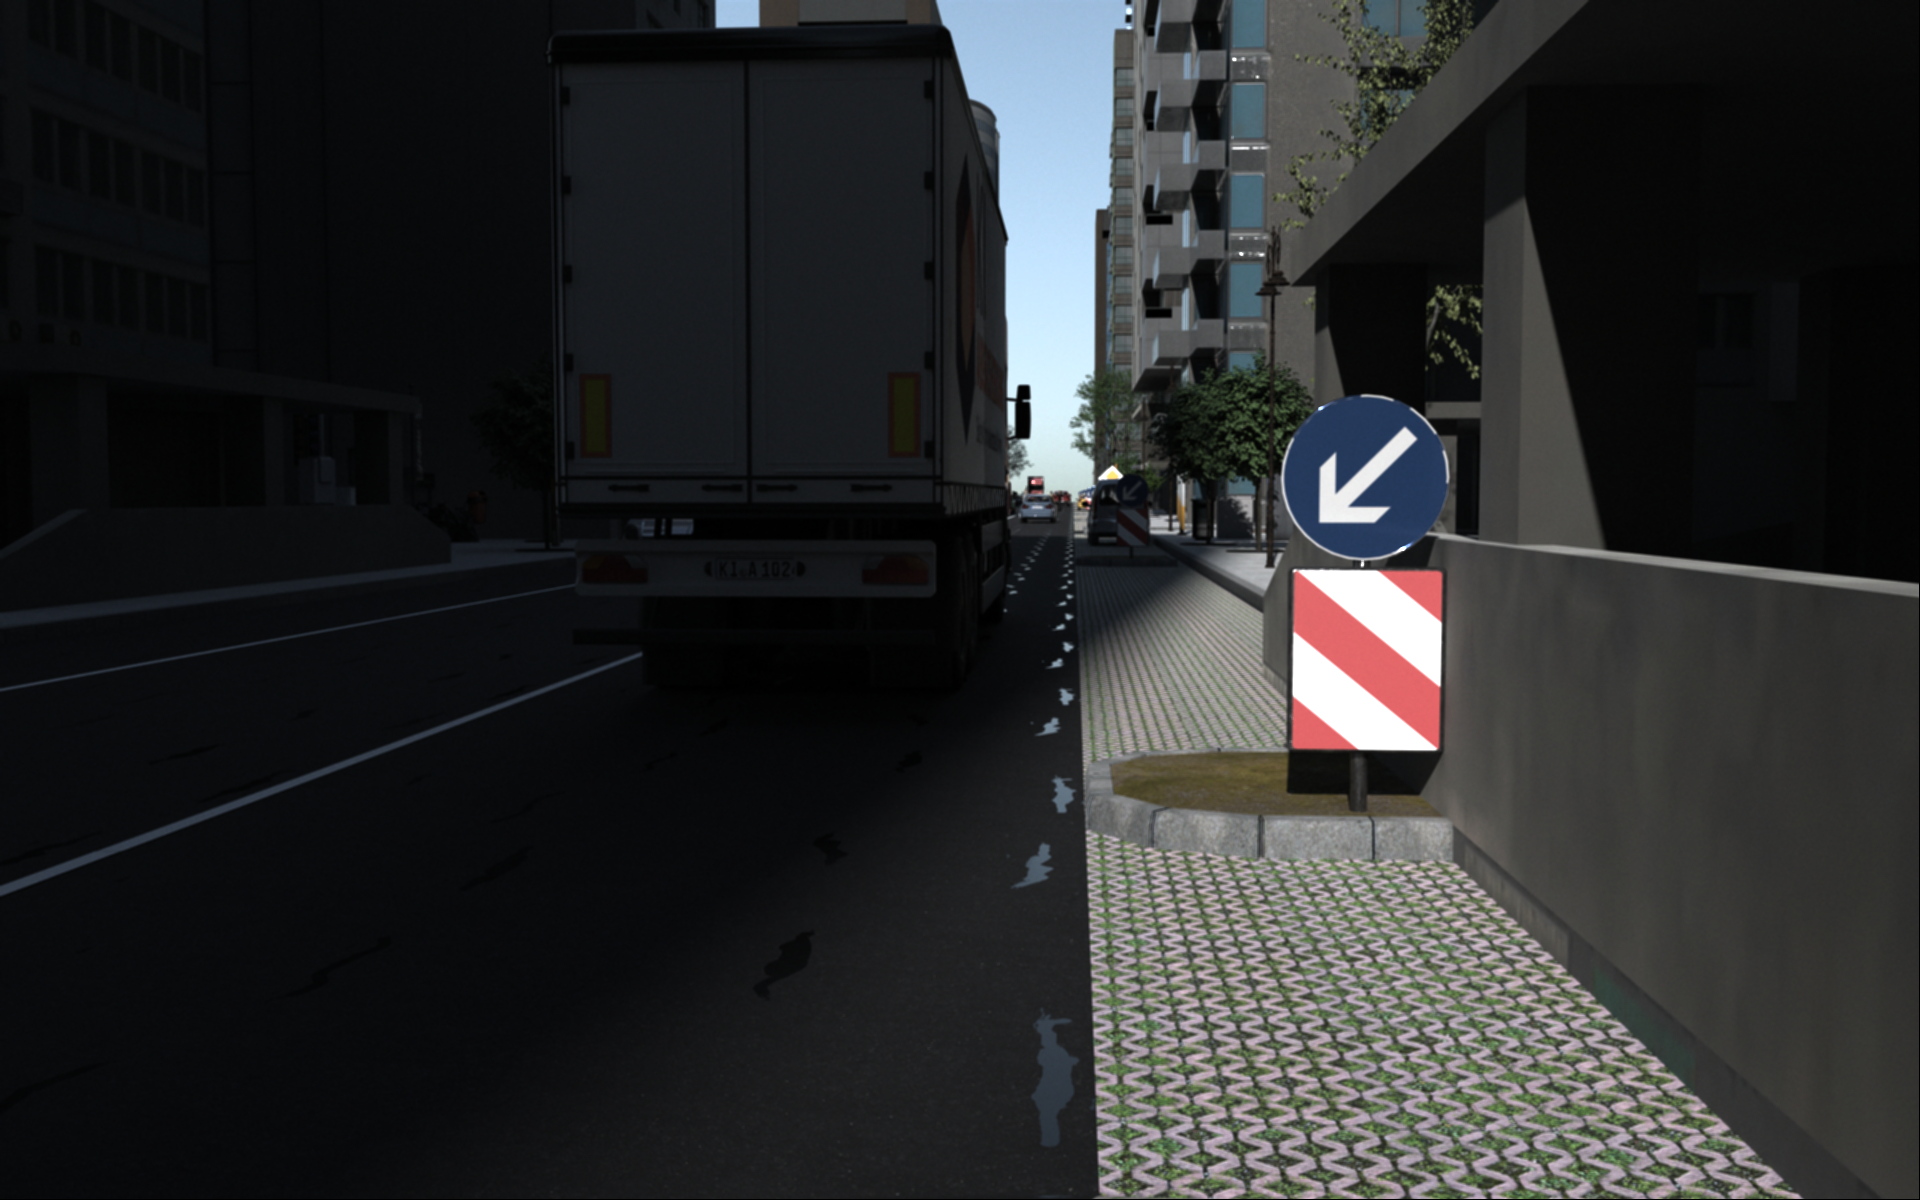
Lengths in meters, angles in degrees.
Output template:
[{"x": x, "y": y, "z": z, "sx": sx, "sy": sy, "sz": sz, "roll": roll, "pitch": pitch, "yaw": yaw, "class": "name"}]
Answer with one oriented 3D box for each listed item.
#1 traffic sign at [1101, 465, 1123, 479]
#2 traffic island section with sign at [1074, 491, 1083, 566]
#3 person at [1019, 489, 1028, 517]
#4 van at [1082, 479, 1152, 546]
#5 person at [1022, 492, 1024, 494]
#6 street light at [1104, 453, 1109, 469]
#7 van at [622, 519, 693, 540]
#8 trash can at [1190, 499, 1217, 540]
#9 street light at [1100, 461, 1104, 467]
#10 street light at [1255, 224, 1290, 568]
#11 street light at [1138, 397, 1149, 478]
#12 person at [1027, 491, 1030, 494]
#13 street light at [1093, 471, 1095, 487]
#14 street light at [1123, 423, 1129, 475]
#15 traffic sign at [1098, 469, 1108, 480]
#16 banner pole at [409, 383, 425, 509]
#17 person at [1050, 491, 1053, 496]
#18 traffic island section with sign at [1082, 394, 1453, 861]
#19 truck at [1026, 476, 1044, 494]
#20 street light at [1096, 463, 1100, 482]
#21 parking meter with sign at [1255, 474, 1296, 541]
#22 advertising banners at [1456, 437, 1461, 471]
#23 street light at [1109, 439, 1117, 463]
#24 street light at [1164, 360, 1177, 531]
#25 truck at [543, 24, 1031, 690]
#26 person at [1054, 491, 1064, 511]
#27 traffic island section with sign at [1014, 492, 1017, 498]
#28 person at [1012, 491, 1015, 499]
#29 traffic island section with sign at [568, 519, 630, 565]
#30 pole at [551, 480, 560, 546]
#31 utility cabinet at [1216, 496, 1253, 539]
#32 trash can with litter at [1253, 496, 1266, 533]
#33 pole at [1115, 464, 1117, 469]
[{"x": 5.292, "y": -3.458, "z": 60.173, "sx": 0.795, "sy": 2.450, "sz": 0.064, "roll": 0, "pitch": 4, "yaw": 4, "class": "traffic sign"}, {"x": 3.331, "y": -1.606, "z": 34.886, "sx": 1.989, "sy": 1.847, "sz": 2.006, "roll": 0, "pitch": 4, "yaw": 4, "class": "traffic island section with sign"}, {"x": 3.800, "y": -5.607, "z": 100.927, "sx": 0.760, "sy": 1.731, "sz": 0.466, "roll": 1, "pitch": 4, "yaw": 14, "class": "person"}, {"x": 4.467, "y": -2.570, "z": 49.027, "sx": 2.013, "sy": 2.044, "sz": 4.112, "roll": 0, "pitch": 4, "yaw": 3, "class": "van"}, {"x": 8.358, "y": -13.391, "z": 228.155, "sx": 1.217, "sy": 1.736, "sz": 0.721, "roll": 3, "pitch": 4, "yaw": 36, "class": "person"}, {"x": 13.760, "y": -11.423, "z": 159.546, "sx": 0.468, "sy": 5.910, "sz": 1.993, "roll": 0, "pitch": 4, "yaw": 4, "class": "street light"}, {"x": -4.670, "y": -1.421, "z": 30.247, "sx": 2.013, "sy": 2.044, "sz": 4.112, "roll": 0, "pitch": 4, "yaw": 5, "class": "van"}, {"x": 6.781, "y": -2.241, "z": 48.301, "sx": 0.748, "sy": 1.137, "sz": 0.748, "roll": 0, "pitch": 3, "yaw": 0, "class": "trash can"}, {"x": 15.821, "y": -13.235, "z": 189.176, "sx": 0.468, "sy": 5.910, "sz": 1.993, "roll": 0, "pitch": 4, "yaw": 4, "class": "street light"}, {"x": 5.401, "y": -3.499, "z": 30.001, "sx": 0.468, "sy": 5.910, "sz": 1.993, "roll": 0, "pitch": 4, "yaw": 4, "class": "street light"}, {"x": 8.770, "y": -6.721, "z": 82.674, "sx": 0.468, "sy": 5.910, "sz": 1.993, "roll": 0, "pitch": 4, "yaw": 4, "class": "street light"}, {"x": 9.560, "y": -14.337, "z": 242.535, "sx": 1.348, "sy": 1.869, "sz": 0.705, "roll": 2, "pitch": 4, "yaw": 26, "class": "person"}, {"x": 19.175, "y": -16.427, "z": 241.365, "sx": 0.468, "sy": 5.910, "sz": 1.993, "roll": 0, "pitch": 4, "yaw": 4, "class": "street light"}, {"x": 10.816, "y": -8.555, "z": 112.664, "sx": 0.468, "sy": 5.910, "sz": 1.993, "roll": 0, "pitch": 4, "yaw": 4, "class": "street light"}, {"x": 5.813, "y": -3.945, "z": 68.141, "sx": 0.795, "sy": 2.450, "sz": 0.064, "roll": 0, "pitch": 4, "yaw": 4, "class": "traffic sign"}, {"x": -12.368, "y": -3.023, "z": 39.444, "sx": 0.401, "sy": 3.779, "sz": 0.863, "roll": 0, "pitch": 4, "yaw": 4, "class": "banner pole"}, {"x": 9.299, "y": -10.334, "z": 178.249, "sx": 0.721, "sy": 1.735, "sz": 1.217, "roll": -1, "pitch": 4, "yaw": -16, "class": "person"}, {"x": 1.557, "y": 0.058, "z": 7.684, "sx": 1.989, "sy": 1.847, "sz": 2.006, "roll": 0, "pitch": 4, "yaw": 4, "class": "traffic island section with sign"}, {"x": 12.151, "y": -17.686, "z": 278.075, "sx": 2.839, "sy": 4.237, "sz": 11.283, "roll": 0, "pitch": 4, "yaw": 4, "class": "truck"}, {"x": 17.669, "y": -15.056, "z": 218.957, "sx": 0.468, "sy": 5.910, "sz": 1.993, "roll": 0, "pitch": 4, "yaw": 4, "class": "street light"}, {"x": 8.802, "y": -3.131, "z": 47.457, "sx": 1.738, "sy": 3.016, "sz": 0.543, "roll": -2, "pitch": 4, "yaw": -27, "class": "parking meter with sign"}, {"x": 13.588, "y": -3.338, "z": 50.757, "sx": 2.074, "sy": 3.025, "sz": 0.090, "roll": 1, "pitch": 4, "yaw": 23, "class": "advertising banners"}, {"x": 12.693, "y": -10.368, "z": 142.305, "sx": 0.468, "sy": 5.910, "sz": 1.993, "roll": 0, "pitch": 4, "yaw": 4, "class": "street light"}, {"x": 7.273, "y": -5.312, "z": 59.643, "sx": 0.468, "sy": 5.910, "sz": 1.993, "roll": 0, "pitch": 4, "yaw": 4, "class": "street light"}, {"x": -0.895, "y": -1.659, "z": 16.032, "sx": 2.839, "sy": 4.237, "sz": 11.283, "roll": 0, "pitch": 4, "yaw": 4, "class": "truck"}, {"x": 8.387, "y": -8.376, "z": 146.271, "sx": 0.721, "sy": 1.723, "sz": 1.217, "roll": -3, "pitch": 5, "yaw": -41, "class": "person"}, {"x": 8.979, "y": -16.477, "z": 278.025, "sx": 1.989, "sy": 1.847, "sz": 2.006, "roll": 0, "pitch": 4, "yaw": 4, "class": "traffic island section with sign"}, {"x": 6.393, "y": -12.269, "z": 209.104, "sx": 0.705, "sy": 1.824, "sz": 1.348, "roll": -2, "pitch": 4, "yaw": -26, "class": "person"}, {"x": -6.849, "y": -1.658, "z": 35.734, "sx": 1.989, "sy": 1.847, "sz": 2.006, "roll": 0, "pitch": 4, "yaw": 4, "class": "traffic island section with sign"}, {"x": -9.918, "y": -2.969, "z": 42.389, "sx": 0.158, "sy": 3.312, "sz": 0.155, "roll": 0, "pitch": 3, "yaw": 0, "class": "pole"}, {"x": 7.923, "y": -2.373, "z": 49.961, "sx": 1.020, "sy": 1.237, "sz": 0.306, "roll": 0, "pitch": 4, "yaw": -1, "class": "utility cabinet"}, {"x": 9.817, "y": -2.840, "z": 57.492, "sx": 1.678, "sy": 1.210, "sz": 2.233, "roll": -1, "pitch": 4, "yaw": -16, "class": "trash can with litter"}, {"x": 10.461, "y": -7.486, "z": 116.239, "sx": 0.158, "sy": 3.312, "sz": 0.155, "roll": 0, "pitch": 3, "yaw": 0, "class": "pole"}]
